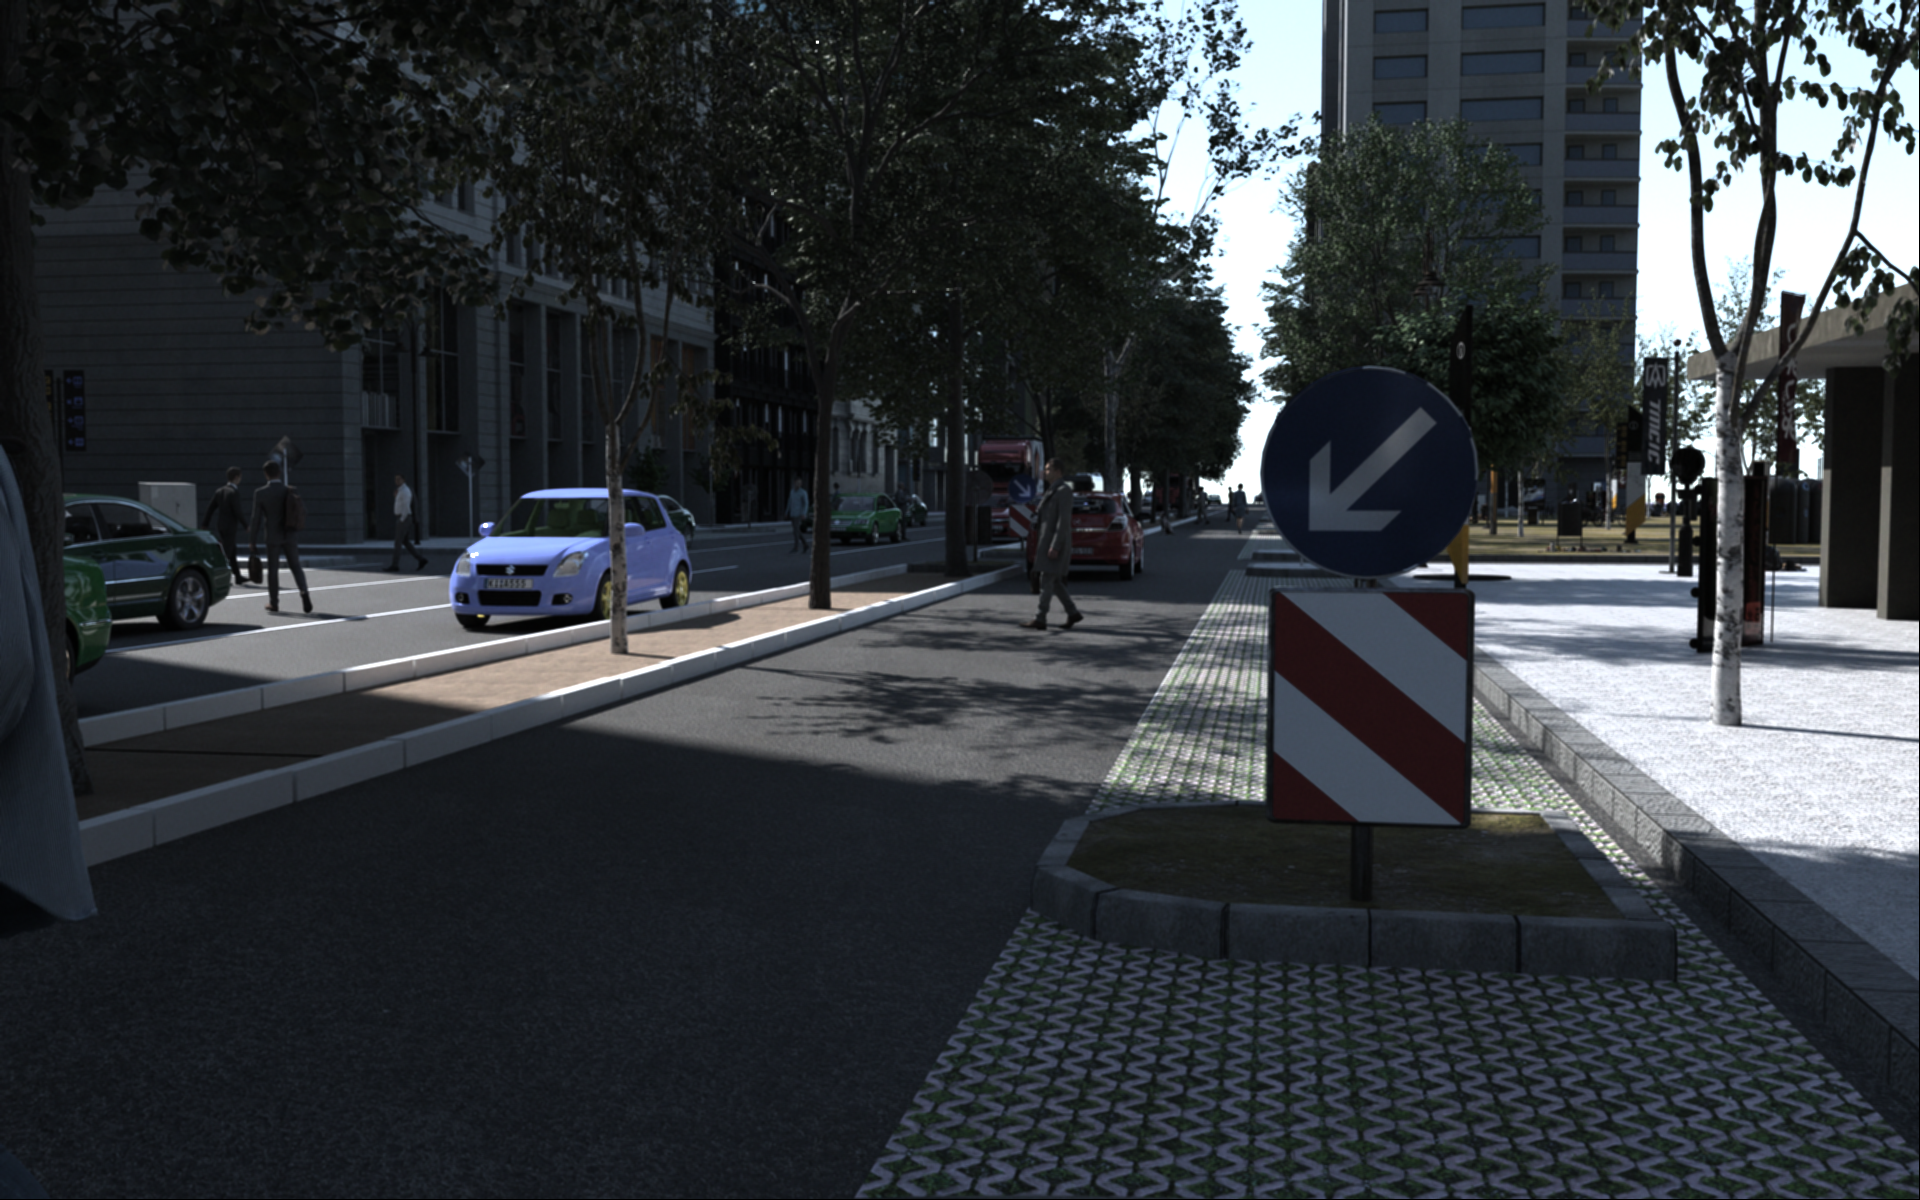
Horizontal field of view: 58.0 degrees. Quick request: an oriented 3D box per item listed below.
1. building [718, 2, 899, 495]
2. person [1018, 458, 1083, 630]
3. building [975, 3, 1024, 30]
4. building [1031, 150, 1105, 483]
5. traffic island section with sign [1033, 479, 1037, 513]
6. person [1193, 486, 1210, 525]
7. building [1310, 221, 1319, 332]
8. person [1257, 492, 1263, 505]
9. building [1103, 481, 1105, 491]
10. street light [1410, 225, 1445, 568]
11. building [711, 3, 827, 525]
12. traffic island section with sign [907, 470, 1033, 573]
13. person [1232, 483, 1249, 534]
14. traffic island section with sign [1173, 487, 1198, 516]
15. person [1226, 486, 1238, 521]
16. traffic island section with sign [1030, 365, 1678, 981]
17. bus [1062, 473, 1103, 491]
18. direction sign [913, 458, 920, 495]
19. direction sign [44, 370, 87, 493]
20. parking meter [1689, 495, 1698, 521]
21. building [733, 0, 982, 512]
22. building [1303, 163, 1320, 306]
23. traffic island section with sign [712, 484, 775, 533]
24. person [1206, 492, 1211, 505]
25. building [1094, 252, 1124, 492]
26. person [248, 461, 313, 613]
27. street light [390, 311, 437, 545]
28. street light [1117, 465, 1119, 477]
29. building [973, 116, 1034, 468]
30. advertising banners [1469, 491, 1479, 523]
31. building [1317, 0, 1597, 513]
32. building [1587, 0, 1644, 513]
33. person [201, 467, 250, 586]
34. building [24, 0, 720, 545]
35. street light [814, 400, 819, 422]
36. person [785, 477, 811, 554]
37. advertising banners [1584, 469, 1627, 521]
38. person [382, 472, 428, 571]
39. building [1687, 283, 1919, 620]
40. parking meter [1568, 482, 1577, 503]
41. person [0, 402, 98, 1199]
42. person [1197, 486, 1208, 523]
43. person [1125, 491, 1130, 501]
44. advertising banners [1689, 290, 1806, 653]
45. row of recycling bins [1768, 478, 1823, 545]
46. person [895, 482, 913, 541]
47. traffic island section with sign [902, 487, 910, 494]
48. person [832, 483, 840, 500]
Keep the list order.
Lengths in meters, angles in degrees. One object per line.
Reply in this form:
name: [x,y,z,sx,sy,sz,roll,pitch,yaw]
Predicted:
building: [-11.994,-19.144,100.387,14.401,28.519,23.554,1,4,10]
person: [0.967,-0.597,18.358,0.767,1.812,0.694,-1,4,-10]
building: [-2.260,-44.822,171.098,20.563,71.187,20.611,1,4,10]
building: [6.310,-34.343,216.136,22.147,44.769,28.867,1,4,10]
traffic island section with sign: [1.519,-1.918,39.489,2.006,1.907,1.989,1,4,10]
person: [11.375,-4.454,81.592,0.850,1.792,0.678,1,4,14]
building: [43.398,-24.828,177.633,14.160,30.474,14.107,1,4,10]
person: [39.721,-13.440,229.178,0.756,1.711,0.436,1,4,17]
building: [5.224,-33.725,243.287,32.217,40.220,23.993,1,4,10]
street light: [8.076,-3.502,30.041,0.468,5.910,1.993,1,4,10]
building: [-14.230,-15.369,80.962,12.332,23.373,15.834,1,4,10]
traffic island section with sign: [0.180,-1.472,32.203,2.006,1.907,1.989,1,4,10]
person: [10.029,-3.279,62.127,0.581,1.822,0.654,2,4,30]
traffic island section with sign: [15.002,-6.439,113.412,2.006,1.907,1.989,1,4,10]
person: [14.255,-5.040,90.807,0.836,1.842,0.656,0,4,-1]
traffic island section with sign: [1.298,0.151,6.161,1.989,1.847,2.006,1,4,10]
bus: [10.460,-9.354,147.800,2.948,3.499,13.247,1,4,9]
direction sign: [-2.592,-6.805,103.259,0.379,3.537,0.876,2,4,26]
direction sign: [-16.425,-2.425,31.652,0.876,3.537,0.379,-1,4,-8]
parking meter: [35.294,-4.584,83.360,0.372,1.533,0.369,0,3,0]
building: [-10.606,-31.406,133.096,23.786,49.044,30.456,1,4,10]
building: [55.470,-34.783,223.326,22.147,44.769,28.867,1,4,10]
traffic island section with sign: [-7.939,-3.403,64.265,1.989,1.847,2.006,1,4,10]
person: [31.008,-12.773,218.121,1.217,1.735,0.721,1,4,19]
building: [17.160,-35.299,260.735,14.154,41.232,14.086,1,4,10]
person: [-8.225,-0.763,20.935,0.622,1.834,0.822,-3,5,-44]
street light: [-13.733,-4.333,43.639,0.468,5.910,1.993,1,4,10]
street light: [21.857,-16.281,238.988,0.468,5.910,1.993,1,4,10]
building: [-1.376,-28.786,154.251,14.154,41.232,14.086,1,4,10]
advertising banners: [22.506,-4.923,76.679,0.090,3.025,2.074,0,4,-7]
building: [42.982,-37.516,155.384,21.231,58.520,28.212,1,4,10]
building: [38.543,-35.790,127.172,21.231,58.520,28.212,1,4,10]
person: [-11.422,-1.157,27.196,0.659,1.850,0.755,2,4,35]
building: [-18.186,-17.177,58.336,11.434,29.767,29.804,1,4,10]
street light: [-6.578,-6.721,82.673,0.468,5.910,1.993,1,4,10]
person: [-3.845,-2.036,41.645,0.748,1.841,0.638,-3,4,-38]
advertising banners: [30.776,-5.275,82.429,2.074,3.025,0.090,3,5,41]
person: [-10.342,-1.445,32.224,0.850,1.850,0.679,-2,4,-27]
building: [17.055,-21.395,4.440,22.147,44.769,28.867,1,4,10]
parking meter: [30.077,-4.854,85.080,0.255,1.863,0.399,-2,4,-34]
person: [-1.468,0.383,2.506,0.793,1.790,0.793,1,4,16]
person: [12.129,-4.769,86.504,0.581,1.822,0.654,-1,4,-21]
person: [25.173,-15.472,259.528,1.217,1.766,0.721,0,4,5]
advertising banners: [6.664,-1.124,14.563,2.074,3.025,0.090,-3,5,-43]
row of recycling bins: [21.908,-2.326,45.136,3.534,1.692,1.069,-3,5,-39]
person: [-1.741,-2.725,53.235,0.590,1.801,0.661,0,4,2]
traffic island section with sign: [-2.997,-5.059,91.341,1.989,1.847,2.006,1,4,10]
person: [-4.107,-3.051,58.414,0.654,1.822,0.581,1,4,15]
